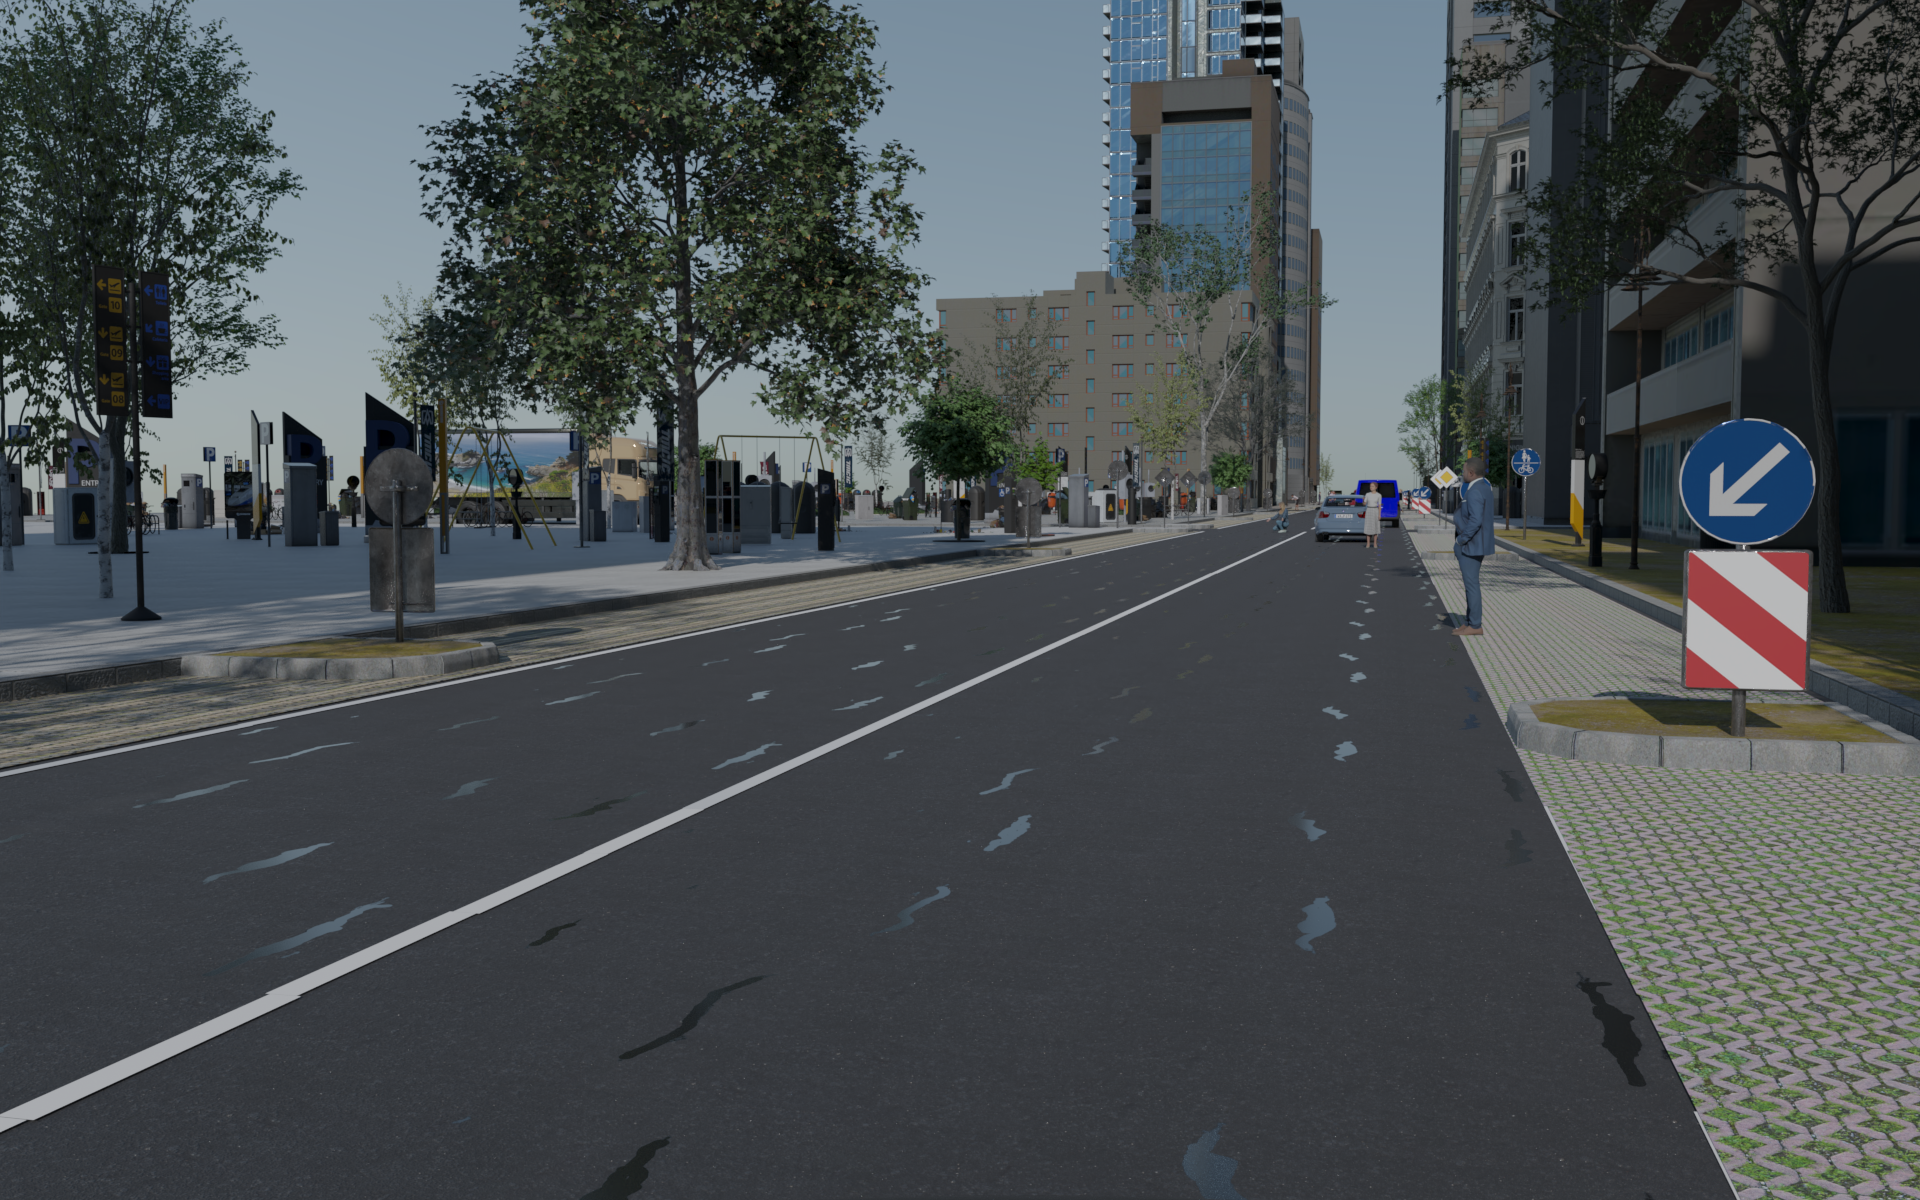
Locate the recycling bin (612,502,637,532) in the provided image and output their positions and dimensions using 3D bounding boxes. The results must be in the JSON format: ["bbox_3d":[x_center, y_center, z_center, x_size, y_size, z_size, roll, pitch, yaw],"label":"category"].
[{"bbox_3d":[-11.356,-2.819,58.648,0.722,1.027,0.722,0,4,2],"label":"recycling bin"}]

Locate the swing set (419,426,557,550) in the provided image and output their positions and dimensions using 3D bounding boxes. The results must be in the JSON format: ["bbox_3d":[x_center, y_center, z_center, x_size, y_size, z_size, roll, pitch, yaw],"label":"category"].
[{"bbox_3d":[-11.352,-2.681,41.457,2.862,2.851,3.119,0,4,-2],"label":"swing set"}]

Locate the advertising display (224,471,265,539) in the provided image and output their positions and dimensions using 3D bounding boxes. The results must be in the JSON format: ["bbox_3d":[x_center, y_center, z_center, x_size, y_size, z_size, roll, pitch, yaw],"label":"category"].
[{"bbox_3d":[-20.384,-2.693,49.246,0.974,1.923,0.123,-1,4,-19],"label":"advertising display"}]

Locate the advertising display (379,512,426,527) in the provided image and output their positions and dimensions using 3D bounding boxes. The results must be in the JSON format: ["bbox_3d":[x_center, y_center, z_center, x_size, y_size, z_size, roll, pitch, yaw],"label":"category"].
[{"bbox_3d":[-12.130,-1.985,37.665,0.974,1.923,0.123,-1,4,-20],"label":"advertising display"}]

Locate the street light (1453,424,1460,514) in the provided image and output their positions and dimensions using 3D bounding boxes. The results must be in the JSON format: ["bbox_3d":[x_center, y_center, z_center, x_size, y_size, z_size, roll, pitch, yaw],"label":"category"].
[{"bbox_3d":[31.714,-8.444,110.852,0.468,5.910,1.993,1,4,14],"label":"street light"}]

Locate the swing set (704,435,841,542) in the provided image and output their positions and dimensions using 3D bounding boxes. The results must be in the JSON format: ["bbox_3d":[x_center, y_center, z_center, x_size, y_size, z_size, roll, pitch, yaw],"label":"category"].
[{"bbox_3d":[-5.240,-2.986,46.434,3.119,2.851,2.862,-2,4,-32],"label":"swing set"}]

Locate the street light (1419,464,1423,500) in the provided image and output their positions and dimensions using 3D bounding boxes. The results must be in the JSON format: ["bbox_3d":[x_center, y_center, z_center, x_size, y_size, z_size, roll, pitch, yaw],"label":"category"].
[{"bbox_3d":[57.820,-14.901,216.421,0.468,5.910,1.993,1,4,14],"label":"street light"}]

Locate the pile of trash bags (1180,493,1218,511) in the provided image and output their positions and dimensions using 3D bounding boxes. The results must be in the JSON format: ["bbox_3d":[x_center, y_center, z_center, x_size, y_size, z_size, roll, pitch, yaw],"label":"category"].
[{"bbox_3d":[18.729,-7.636,134.603,3.447,1.369,1.912,-1,4,-14],"label":"pile of trash bags"}]

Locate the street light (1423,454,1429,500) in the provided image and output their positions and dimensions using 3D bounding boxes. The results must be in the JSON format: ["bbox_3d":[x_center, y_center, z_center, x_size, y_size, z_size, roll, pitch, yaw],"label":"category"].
[{"bbox_3d":[49.968,-12.967,184.805,0.468,5.910,1.993,1,4,14],"label":"street light"}]

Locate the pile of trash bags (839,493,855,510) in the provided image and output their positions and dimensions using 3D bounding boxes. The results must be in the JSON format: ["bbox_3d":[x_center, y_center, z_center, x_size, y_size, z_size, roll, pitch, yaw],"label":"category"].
[{"bbox_3d":[-8.720,-7.936,139.506,3.447,1.369,1.912,3,5,44],"label":"pile of trash bags"}]

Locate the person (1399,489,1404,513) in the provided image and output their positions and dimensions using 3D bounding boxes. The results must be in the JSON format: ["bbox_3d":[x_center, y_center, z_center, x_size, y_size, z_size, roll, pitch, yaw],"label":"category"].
[{"bbox_3d":[30.800,-6.868,121.024,0.641,1.798,0.478,-1,4,-22],"label":"person"}]

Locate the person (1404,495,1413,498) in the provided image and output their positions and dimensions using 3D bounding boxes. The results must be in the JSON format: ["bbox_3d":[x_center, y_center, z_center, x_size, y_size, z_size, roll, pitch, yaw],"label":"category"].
[{"bbox_3d":[52.897,-11.980,204.389,1.348,1.823,0.705,3,5,41],"label":"person"}]

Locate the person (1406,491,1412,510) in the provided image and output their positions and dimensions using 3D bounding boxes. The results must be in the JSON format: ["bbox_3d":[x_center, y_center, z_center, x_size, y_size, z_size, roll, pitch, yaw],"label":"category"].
[{"bbox_3d":[40.670,-9.014,156.603,0.721,1.735,1.217,3,5,41],"label":"person"}]

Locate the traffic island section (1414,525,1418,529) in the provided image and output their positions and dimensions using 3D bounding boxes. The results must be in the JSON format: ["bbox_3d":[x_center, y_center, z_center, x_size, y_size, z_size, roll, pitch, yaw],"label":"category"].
[{"bbox_3d":[19.536,-2.948,70.475,2.009,0.180,2.903,1,4,14],"label":"traffic island section"}]

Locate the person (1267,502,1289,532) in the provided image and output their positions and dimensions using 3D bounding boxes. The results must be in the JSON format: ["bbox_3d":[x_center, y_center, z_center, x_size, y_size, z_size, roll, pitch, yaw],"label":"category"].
[{"bbox_3d":[11.971,-3.099,64.660,0.738,1.151,1.012,-1,4,-11],"label":"person"}]

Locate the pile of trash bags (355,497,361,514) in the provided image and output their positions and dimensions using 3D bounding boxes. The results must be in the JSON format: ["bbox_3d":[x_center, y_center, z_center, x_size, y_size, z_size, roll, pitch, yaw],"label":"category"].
[{"bbox_3d":[-37.731,-6.183,110.841,1.912,1.369,3.447,3,5,41],"label":"pile of trash bags"}]

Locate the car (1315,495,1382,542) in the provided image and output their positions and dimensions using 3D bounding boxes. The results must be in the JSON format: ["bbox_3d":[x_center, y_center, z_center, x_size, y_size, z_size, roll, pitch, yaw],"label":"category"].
[{"bbox_3d":[11.808,-2.495,52.801,2.014,1.417,4.499,1,4,16],"label":"car"}]

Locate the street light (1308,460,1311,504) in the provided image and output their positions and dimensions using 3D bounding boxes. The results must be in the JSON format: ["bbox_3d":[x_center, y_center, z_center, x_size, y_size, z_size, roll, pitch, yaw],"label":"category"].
[{"bbox_3d":[46.229,-15.674,229.058,0.468,5.910,1.993,1,4,14],"label":"street light"}]

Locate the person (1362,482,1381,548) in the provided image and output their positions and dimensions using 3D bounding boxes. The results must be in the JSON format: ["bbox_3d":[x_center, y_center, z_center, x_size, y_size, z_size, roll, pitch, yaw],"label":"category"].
[{"bbox_3d":[10.900,-2.250,45.865,0.480,1.755,0.524,1,4,17],"label":"person"}]

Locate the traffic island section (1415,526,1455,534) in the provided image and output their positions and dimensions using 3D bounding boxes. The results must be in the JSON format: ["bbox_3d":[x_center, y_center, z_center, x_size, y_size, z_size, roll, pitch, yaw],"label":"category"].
[{"bbox_3d":[17.615,-2.474,62.724,2.009,0.180,2.903,1,4,14],"label":"traffic island section"}]

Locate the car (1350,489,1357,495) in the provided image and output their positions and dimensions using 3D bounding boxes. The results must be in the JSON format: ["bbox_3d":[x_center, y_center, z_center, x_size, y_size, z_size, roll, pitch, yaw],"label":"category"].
[{"bbox_3d":[28.402,-6.888,121.294,2.281,1.827,5.304,1,4,16],"label":"car"}]

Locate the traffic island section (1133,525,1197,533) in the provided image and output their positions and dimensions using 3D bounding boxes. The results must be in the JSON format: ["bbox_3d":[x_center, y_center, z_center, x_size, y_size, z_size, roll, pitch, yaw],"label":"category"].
[{"bbox_3d":[7.675,-2.624,65.183,2.009,0.180,2.903,1,4,14],"label":"traffic island section"}]

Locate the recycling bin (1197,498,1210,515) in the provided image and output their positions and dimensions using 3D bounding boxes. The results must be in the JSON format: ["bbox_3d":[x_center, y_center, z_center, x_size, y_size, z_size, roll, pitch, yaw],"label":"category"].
[{"bbox_3d":[15.079,-5.788,107.186,0.722,1.027,0.722,1,4,16],"label":"recycling bin"}]

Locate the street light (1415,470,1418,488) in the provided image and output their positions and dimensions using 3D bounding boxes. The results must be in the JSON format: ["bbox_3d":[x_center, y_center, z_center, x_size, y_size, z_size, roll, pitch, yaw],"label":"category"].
[{"bbox_3d":[61.907,-15.919,233.055,0.468,5.910,1.993,1,4,14],"label":"street light"}]

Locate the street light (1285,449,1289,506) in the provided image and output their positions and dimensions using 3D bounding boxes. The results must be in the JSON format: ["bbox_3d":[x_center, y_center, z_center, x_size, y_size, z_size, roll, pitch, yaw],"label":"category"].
[{"bbox_3d":[33.912,-12.641,179.467,0.468,5.910,1.993,1,4,14],"label":"street light"}]

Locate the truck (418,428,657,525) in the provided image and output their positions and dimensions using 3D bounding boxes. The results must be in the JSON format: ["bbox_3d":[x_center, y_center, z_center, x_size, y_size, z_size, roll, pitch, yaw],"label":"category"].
[{"bbox_3d":[-17.816,-5.270,75.084,11.283,4.237,2.839,1,4,14],"label":"truck"}]

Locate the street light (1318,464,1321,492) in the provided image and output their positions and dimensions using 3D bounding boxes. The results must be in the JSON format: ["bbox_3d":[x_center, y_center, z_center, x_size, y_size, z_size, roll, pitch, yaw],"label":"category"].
[{"bbox_3d":[54.114,-17.607,260.665,0.468,5.910,1.993,1,4,14],"label":"street light"}]

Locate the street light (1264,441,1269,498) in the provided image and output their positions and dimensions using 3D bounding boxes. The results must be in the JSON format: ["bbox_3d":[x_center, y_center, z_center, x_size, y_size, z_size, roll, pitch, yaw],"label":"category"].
[{"bbox_3d":[26.088,-10.707,147.844,0.468,5.910,1.993,1,4,14],"label":"street light"}]

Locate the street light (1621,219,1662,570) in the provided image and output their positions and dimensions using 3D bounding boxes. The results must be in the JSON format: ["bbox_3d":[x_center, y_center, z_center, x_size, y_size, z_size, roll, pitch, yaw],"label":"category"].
[{"bbox_3d":[11.487,-3.459,29.341,0.468,5.910,1.993,1,4,14],"label":"street light"}]

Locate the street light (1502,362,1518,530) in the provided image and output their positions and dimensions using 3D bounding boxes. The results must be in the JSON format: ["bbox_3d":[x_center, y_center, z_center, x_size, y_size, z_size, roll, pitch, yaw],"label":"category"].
[{"bbox_3d":[19.321,-5.393,60.961,0.468,5.910,1.993,1,4,14],"label":"street light"}]

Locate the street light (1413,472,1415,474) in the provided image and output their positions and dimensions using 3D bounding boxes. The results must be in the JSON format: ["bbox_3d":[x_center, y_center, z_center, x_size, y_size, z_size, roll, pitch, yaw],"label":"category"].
[{"bbox_3d":[69.993,-17.905,265.531,0.468,5.910,1.993,1,4,14],"label":"street light"}]

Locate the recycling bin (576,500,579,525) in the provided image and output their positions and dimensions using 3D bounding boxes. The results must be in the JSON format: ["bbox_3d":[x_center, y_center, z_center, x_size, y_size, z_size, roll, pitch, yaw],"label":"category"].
[{"bbox_3d":[-15.428,-3.596,71.341,0.722,1.027,0.722,-1,4,-9],"label":"recycling bin"}]

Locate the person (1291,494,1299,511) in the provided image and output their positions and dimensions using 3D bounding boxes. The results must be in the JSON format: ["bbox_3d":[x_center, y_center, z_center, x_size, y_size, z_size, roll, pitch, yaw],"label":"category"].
[{"bbox_3d":[28.935,-8.438,149.657,0.628,1.438,0.799,3,5,43],"label":"person"}]

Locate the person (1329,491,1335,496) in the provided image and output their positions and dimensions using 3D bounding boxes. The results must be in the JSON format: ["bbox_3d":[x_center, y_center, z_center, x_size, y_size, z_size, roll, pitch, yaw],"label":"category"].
[{"bbox_3d":[32.468,-8.652,150.890,0.756,1.711,0.436,-1,4,-13],"label":"person"}]

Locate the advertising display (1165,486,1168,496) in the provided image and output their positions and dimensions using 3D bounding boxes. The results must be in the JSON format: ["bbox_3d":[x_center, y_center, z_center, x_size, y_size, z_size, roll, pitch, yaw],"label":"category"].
[{"bbox_3d":[16.918,-8.364,141.963,0.123,1.923,0.974,1,4,19],"label":"advertising display"}]

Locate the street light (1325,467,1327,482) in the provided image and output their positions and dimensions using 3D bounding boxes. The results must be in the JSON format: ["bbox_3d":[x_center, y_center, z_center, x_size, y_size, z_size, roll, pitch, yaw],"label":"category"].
[{"bbox_3d":[61.891,-19.564,292.661,0.468,5.910,1.993,1,4,14],"label":"street light"}]

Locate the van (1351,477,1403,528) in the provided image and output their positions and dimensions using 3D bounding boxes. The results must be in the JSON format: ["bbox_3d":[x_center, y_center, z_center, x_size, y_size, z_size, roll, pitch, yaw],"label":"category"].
[{"bbox_3d":[18.123,-4.337,75.300,2.240,2.365,5.245,1,4,13],"label":"van"}]

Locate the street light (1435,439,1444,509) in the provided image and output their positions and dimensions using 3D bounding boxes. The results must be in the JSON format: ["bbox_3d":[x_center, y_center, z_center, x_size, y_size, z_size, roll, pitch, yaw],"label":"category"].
[{"bbox_3d":[39.539,-10.378,142.474,0.468,5.910,1.993,1,4,14],"label":"street light"}]

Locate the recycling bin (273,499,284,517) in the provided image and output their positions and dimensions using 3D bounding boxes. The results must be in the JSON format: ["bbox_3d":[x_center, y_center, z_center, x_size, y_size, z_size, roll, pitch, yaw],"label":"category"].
[{"bbox_3d":[-37.532,-5.085,95.692,0.722,1.027,0.722,-1,4,-15],"label":"recycling bin"}]

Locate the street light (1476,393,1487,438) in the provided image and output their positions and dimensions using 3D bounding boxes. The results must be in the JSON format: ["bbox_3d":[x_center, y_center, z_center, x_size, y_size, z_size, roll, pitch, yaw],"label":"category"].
[{"bbox_3d":[23.761,-6.501,79.077,0.468,5.910,1.993,1,4,14],"label":"street light"}]

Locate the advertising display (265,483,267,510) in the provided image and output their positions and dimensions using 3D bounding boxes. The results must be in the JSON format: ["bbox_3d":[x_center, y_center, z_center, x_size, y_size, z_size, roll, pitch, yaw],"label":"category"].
[{"bbox_3d":[-40.657,-5.872,101.214,0.123,1.923,0.974,-1,4,-10],"label":"advertising display"}]

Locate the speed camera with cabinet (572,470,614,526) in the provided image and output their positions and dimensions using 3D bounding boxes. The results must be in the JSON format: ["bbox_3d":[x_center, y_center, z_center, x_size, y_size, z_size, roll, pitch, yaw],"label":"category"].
[{"bbox_3d":[-14.481,-4.528,68.362,0.660,3.252,2.038,2,4,23],"label":"speed camera with cabinet"}]

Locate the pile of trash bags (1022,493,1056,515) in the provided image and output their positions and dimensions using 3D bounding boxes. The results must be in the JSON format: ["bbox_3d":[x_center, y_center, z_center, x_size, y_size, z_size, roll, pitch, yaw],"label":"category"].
[{"bbox_3d":[4.932,-5.944,106.934,1.912,1.369,3.447,-2,4,-30],"label":"pile of trash bags"}]

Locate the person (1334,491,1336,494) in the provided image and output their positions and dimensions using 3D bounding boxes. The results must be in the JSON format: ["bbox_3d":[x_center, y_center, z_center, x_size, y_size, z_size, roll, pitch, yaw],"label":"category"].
[{"bbox_3d":[49.378,-13.462,228.545,1.348,1.831,0.705,3,5,40],"label":"person"}]

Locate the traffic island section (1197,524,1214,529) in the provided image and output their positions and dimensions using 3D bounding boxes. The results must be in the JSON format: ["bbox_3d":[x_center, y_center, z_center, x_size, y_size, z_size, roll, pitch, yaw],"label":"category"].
[{"bbox_3d":[9.596,-3.098,72.934,2.009,0.180,2.903,1,4,14],"label":"traffic island section"}]

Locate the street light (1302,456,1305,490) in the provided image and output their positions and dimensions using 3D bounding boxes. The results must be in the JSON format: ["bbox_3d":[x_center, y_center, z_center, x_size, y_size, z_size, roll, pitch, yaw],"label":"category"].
[{"bbox_3d":[41.987,-14.620,211.826,0.468,5.910,1.993,1,4,14],"label":"street light"}]

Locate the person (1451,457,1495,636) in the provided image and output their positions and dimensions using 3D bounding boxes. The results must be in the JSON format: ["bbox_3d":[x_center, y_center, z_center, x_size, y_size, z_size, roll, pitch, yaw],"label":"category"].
[{"bbox_3d":[5.186,-0.539,17.494,0.419,1.800,0.721,1,4,19],"label":"person"}]

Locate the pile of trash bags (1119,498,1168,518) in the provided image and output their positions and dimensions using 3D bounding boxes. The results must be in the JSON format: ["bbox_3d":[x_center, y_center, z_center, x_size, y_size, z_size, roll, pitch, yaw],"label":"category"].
[{"bbox_3d":[9.578,-5.078,92.770,1.912,1.369,3.447,3,4,39],"label":"pile of trash bags"}]

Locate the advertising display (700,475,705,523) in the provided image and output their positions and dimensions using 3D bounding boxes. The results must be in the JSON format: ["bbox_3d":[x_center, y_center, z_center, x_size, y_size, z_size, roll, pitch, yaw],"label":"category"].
[{"bbox_3d":[-8.508,-3.283,58.896,0.974,1.923,0.123,-1,4,-20],"label":"advertising display"}]

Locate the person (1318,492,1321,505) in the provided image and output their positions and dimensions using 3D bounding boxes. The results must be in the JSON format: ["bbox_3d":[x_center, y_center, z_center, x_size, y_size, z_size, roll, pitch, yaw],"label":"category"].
[{"bbox_3d":[43.918,-12.358,211.472,0.530,1.710,0.541,3,4,38],"label":"person"}]
